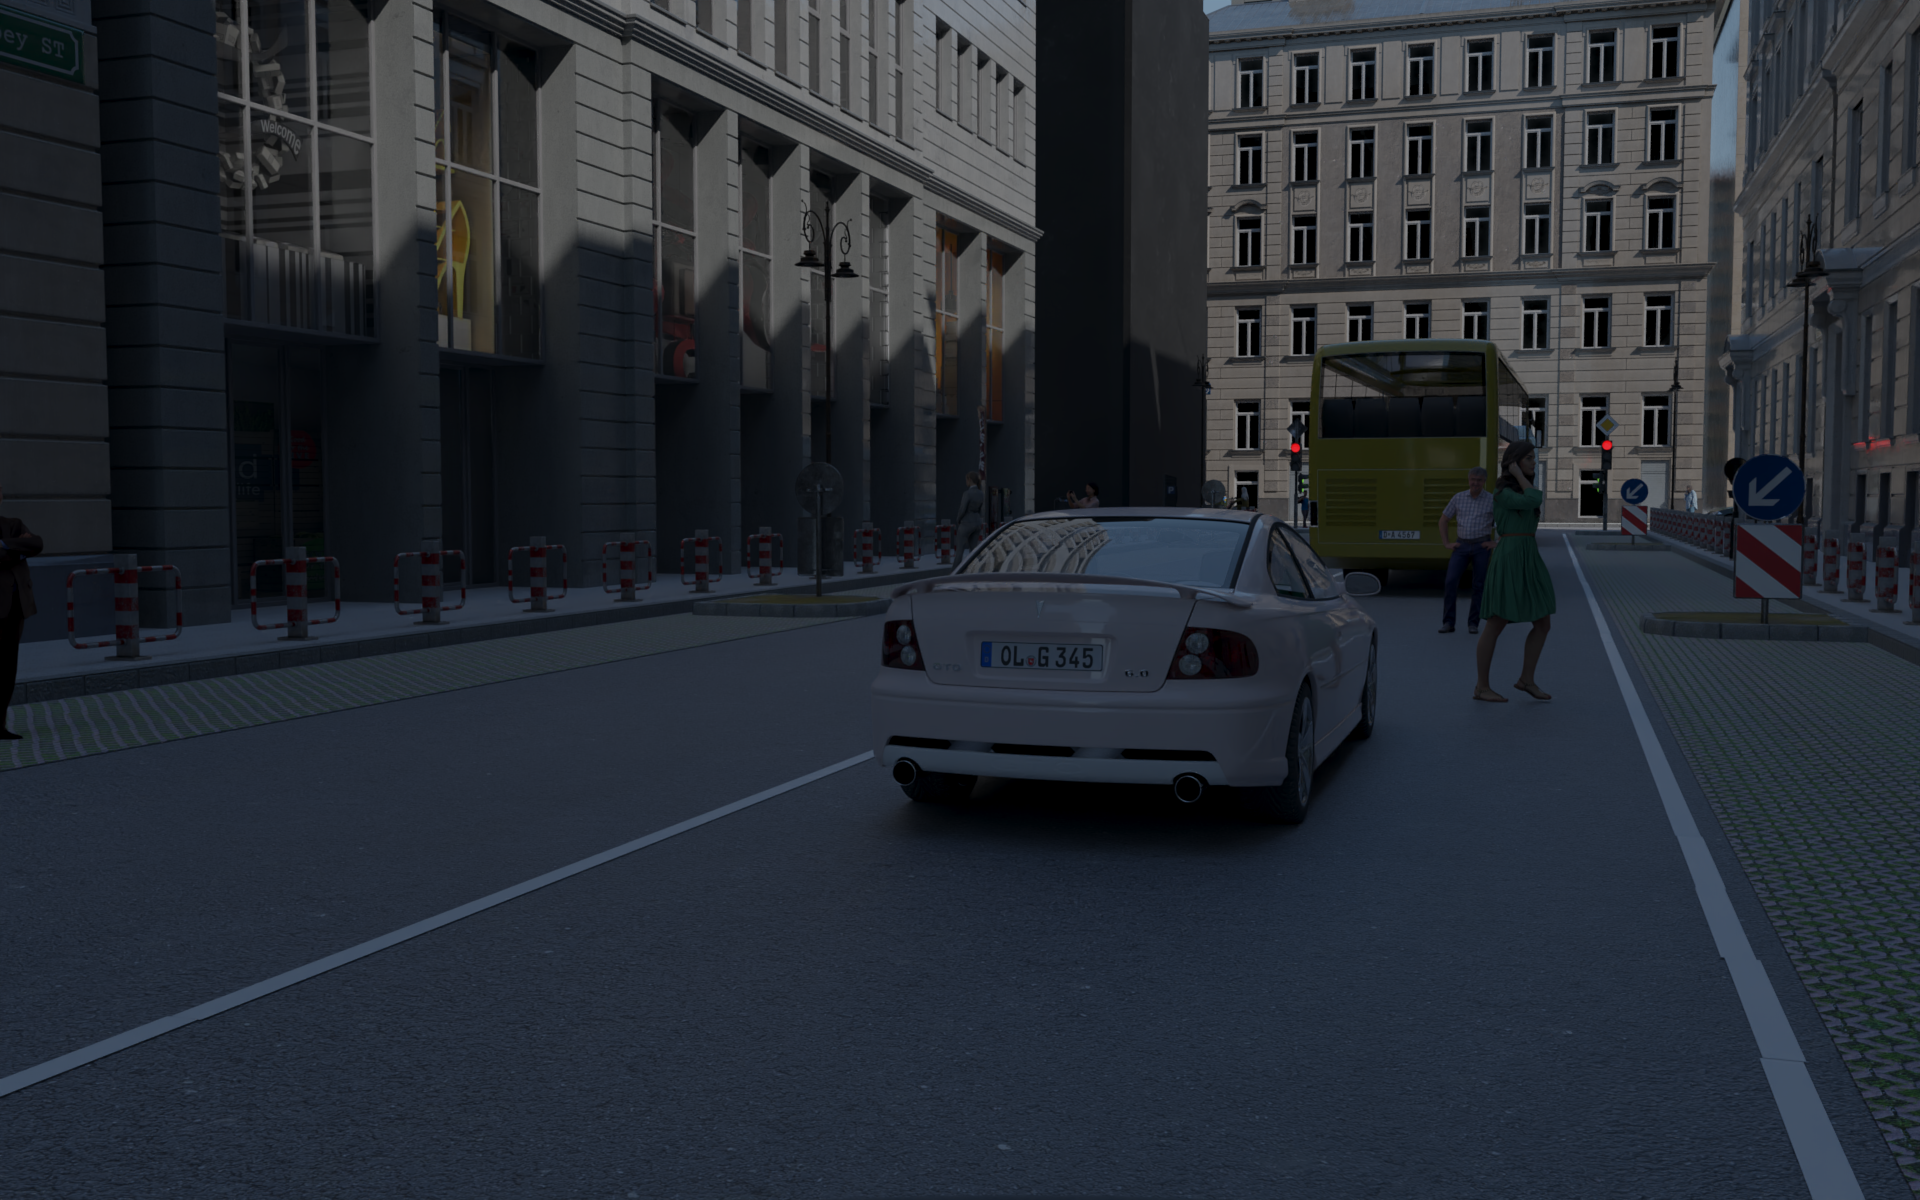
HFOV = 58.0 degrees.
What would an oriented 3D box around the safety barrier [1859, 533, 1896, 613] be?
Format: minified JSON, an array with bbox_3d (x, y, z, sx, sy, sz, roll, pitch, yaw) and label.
[{"bbox_3d":[10.042,-0.275,18.769,0.300,0.817,1.120,1,4,19],"label":"safety barrier"}]

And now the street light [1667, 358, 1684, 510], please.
[{"bbox_3d":[24.248,-5.263,58.833,0.468,5.910,1.993,1,4,19],"label":"street light"}]

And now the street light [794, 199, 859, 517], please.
[{"bbox_3d":[-2.091,-3.346,27.502,0.468,5.910,1.993,1,4,19],"label":"street light"}]

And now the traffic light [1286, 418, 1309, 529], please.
[{"bbox_3d":[12.450,-4.594,64.038,0.839,4.253,0.868,1,4,19],"label":"traffic light"}]

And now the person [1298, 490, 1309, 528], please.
[{"bbox_3d":[13.787,-3.609,69.380,0.662,1.594,0.647,3,5,44],"label":"person"}]

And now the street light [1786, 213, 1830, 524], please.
[{"bbox_3d":[14.013,-3.423,28.755,0.468,5.910,1.993,1,4,19],"label":"street light"}]

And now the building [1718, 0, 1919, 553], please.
[{"bbox_3d":[28.843,-15.933,46.412,13.634,28.700,20.117,1,4,19],"label":"building"}]

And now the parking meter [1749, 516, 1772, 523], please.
[{"bbox_3d":[14.883,-1.618,32.173,0.255,1.863,0.399,-1,4,-12],"label":"parking meter"}]

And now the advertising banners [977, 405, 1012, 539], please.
[{"bbox_3d":[0.686,-2.375,35.018,0.090,3.025,2.074,1,4,20],"label":"advertising banners"}]

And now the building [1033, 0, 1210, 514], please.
[{"bbox_3d":[-0.365,-14.107,60.326,15.834,23.373,12.332,1,4,19],"label":"building"}]

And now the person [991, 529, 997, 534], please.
[{"bbox_3d":[0.773,-0.736,28.460,0.695,0.859,0.347,-3,5,-41],"label":"person"}]

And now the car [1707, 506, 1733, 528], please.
[{"bbox_3d":[30.413,-3.407,65.495,4.222,1.686,2.009,1,4,19],"label":"car"}]

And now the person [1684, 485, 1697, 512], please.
[{"bbox_3d":[29.299,-3.704,69.331,0.793,1.790,0.793,-3,5,-43],"label":"person"}]

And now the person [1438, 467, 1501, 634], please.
[{"bbox_3d":[5.263,-0.512,17.808,0.756,1.711,0.436,3,4,36],"label":"person"}]

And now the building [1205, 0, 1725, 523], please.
[{"bbox_3d":[22.437,-17.493,83.281,25.104,27.353,12.463,1,4,19],"label":"building"}]

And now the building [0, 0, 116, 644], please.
[{"bbox_3d":[-16.683,-13.578,7.909,13.634,28.700,20.117,1,4,19],"label":"building"}]

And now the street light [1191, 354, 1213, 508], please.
[{"bbox_3d":[8.002,-5.162,57.184,0.468,5.910,1.993,1,4,19],"label":"street light"}]

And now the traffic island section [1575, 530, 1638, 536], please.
[{"bbox_3d":[22.635,-2.351,60.726,2.009,0.180,2.903,1,4,19],"label":"traffic island section"}]

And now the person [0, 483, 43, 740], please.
[{"bbox_3d":[-5.544,0.047,10.006,0.388,1.546,0.482,2,4,28],"label":"person"}]

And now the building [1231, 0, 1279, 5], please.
[{"bbox_3d":[40.987,-45.765,186.515,20.563,71.187,20.611,1,4,19],"label":"building"}]

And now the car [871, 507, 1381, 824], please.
[{"bbox_3d":[1.084,0.200,9.090,2.083,1.381,4.827,1,4,19],"label":"car"}]

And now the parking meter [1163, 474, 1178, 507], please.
[{"bbox_3d":[6.164,-2.760,50.843,0.399,1.863,0.255,-1,4,-11],"label":"parking meter"}]

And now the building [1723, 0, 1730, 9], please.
[{"bbox_3d":[72.033,-32.865,161.041,21.300,48.544,21.600,1,4,19],"label":"building"}]

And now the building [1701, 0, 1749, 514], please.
[{"bbox_3d":[52.320,-16.712,77.760,34.151,26.468,19.350,1,4,19],"label":"building"}]

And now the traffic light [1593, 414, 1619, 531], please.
[{"bbox_3d":[22.601,-4.386,60.624,0.839,4.253,0.868,1,4,19],"label":"traffic light"}]

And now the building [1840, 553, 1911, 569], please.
[{"bbox_3d":[22.056,-14.733,26.791,13.634,28.700,20.117,1,4,19],"label":"building"}]

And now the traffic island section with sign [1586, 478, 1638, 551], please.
[{"bbox_3d":[17.086,-2.181,44.289,1.989,1.847,2.006,1,4,19],"label":"traffic island section with sign"}]

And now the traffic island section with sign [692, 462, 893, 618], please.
[{"bbox_3d":[-1.897,-0.752,20.925,1.989,1.847,2.006,1,4,19],"label":"traffic island section with sign"}]

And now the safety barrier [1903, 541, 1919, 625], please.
[{"bbox_3d":[9.425,-0.164,16.954,0.300,0.817,1.120,1,4,19],"label":"safety barrier"}]

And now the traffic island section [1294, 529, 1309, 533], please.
[{"bbox_3d":[12.416,-2.563,64.185,2.009,0.180,2.903,1,4,19],"label":"traffic island section"}]

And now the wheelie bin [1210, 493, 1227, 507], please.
[{"bbox_3d":[11.962,-4.423,80.227,0.980,1.594,0.693,3,4,36],"label":"wheelie bin"}]

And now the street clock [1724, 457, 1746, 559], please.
[{"bbox_3d":[15.362,-1.818,34.287,0.471,2.002,0.358,2,4,26],"label":"street clock"}]

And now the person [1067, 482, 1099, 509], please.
[{"bbox_3d":[2.174,-1.264,30.628,0.566,1.644,0.517,0,4,7],"label":"person"}]

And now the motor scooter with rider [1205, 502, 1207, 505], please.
[{"bbox_3d":[9.469,-3.701,69.476,1.986,1.779,0.876,1,4,18],"label":"motor scooter with rider"}]

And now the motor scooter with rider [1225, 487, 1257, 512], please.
[{"bbox_3d":[12.313,-4.137,76.601,1.986,1.779,0.876,1,4,21],"label":"motor scooter with rider"}]

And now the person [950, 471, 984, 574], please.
[{"bbox_3d":[0.059,-1.142,27.442,0.573,1.790,0.520,1,4,22],"label":"person"}]

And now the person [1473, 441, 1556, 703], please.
[{"bbox_3d":[3.827,-0.196,11.948,0.529,1.795,0.600,2,4,34],"label":"person"}]

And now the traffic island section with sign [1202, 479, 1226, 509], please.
[{"bbox_3d":[6.763,-2.314,46.457,1.989,1.847,2.006,1,4,19],"label":"traffic island section with sign"}]

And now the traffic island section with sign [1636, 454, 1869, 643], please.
[{"bbox_3d":[8.088,-0.560,17.792,1.989,1.847,2.006,1,4,19],"label":"traffic island section with sign"}]

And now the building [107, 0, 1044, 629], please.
[{"bbox_3d":[-7.919,-15.518,31.219,11.434,29.767,29.804,1,4,19],"label":"building"}]
